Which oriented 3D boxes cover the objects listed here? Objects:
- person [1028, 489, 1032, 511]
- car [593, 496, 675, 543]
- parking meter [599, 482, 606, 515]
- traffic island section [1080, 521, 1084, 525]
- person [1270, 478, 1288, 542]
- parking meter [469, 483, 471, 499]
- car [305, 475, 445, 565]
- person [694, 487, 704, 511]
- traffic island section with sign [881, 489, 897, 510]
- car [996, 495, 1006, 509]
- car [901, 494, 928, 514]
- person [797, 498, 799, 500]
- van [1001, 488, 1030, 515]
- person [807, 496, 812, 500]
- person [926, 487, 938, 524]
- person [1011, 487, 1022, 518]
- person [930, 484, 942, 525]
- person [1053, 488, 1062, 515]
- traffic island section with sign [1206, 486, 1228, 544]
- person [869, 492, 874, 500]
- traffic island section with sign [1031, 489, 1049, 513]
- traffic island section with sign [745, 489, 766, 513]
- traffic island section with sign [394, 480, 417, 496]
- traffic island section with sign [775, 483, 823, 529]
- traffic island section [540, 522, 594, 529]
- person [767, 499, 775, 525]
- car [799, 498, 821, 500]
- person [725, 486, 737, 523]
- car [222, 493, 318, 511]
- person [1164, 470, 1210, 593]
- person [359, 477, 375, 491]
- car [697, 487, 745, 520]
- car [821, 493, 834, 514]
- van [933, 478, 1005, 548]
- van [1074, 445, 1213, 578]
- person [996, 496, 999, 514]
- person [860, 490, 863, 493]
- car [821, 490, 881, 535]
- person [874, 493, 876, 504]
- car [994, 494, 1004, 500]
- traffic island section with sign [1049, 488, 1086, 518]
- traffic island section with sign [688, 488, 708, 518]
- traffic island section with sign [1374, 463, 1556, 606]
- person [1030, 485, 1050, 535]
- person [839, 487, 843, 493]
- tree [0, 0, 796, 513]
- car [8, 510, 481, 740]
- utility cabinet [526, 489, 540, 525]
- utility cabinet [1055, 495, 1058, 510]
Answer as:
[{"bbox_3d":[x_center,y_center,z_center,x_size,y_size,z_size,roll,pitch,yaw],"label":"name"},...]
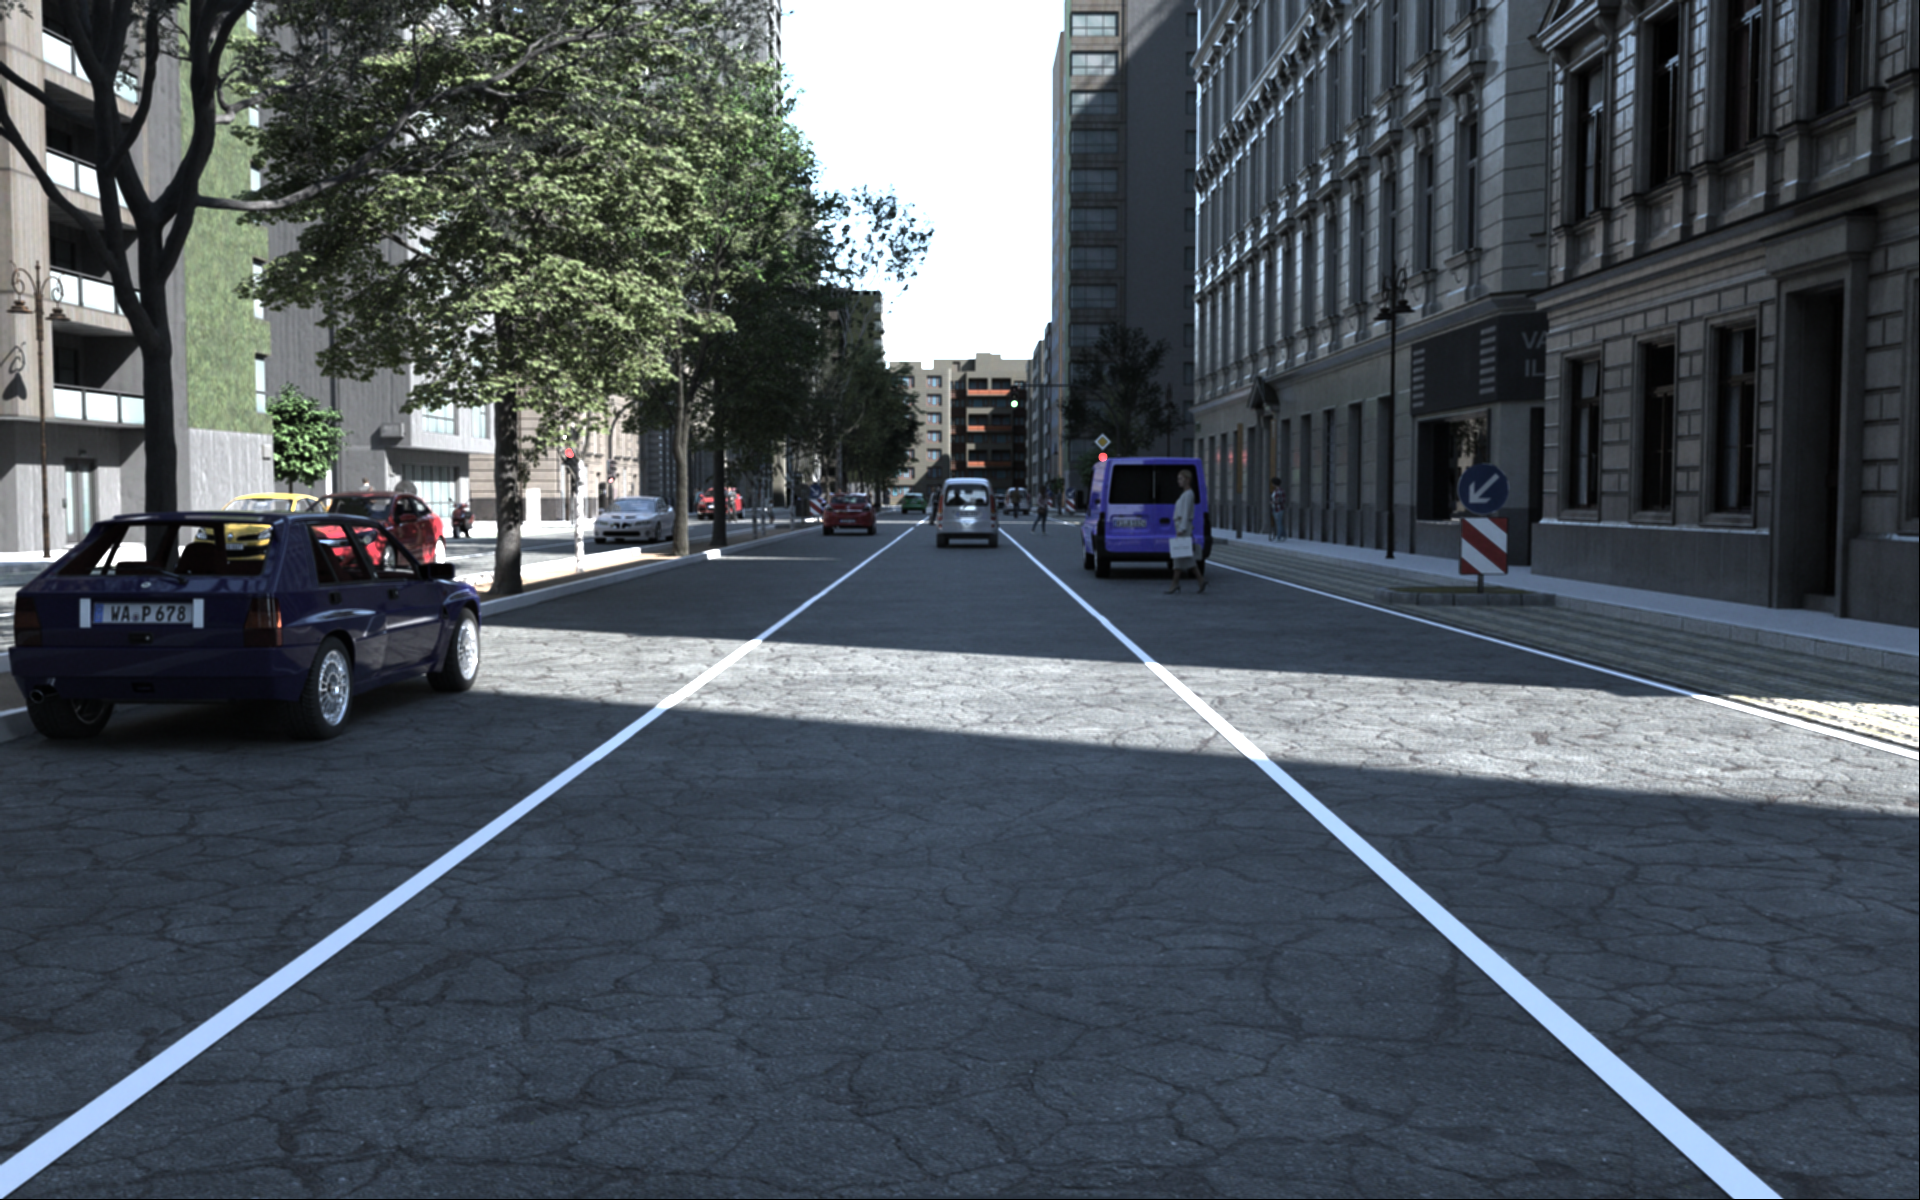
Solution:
[{"bbox_3d":[5.844,-8.339,144.845,0.388,1.821,0.555,-1,4,-12],"label":"person"},{"bbox_3d":[-9.684,-2.416,51.869,2.083,1.381,4.827,0,4,0],"label":"car"},{"bbox_3d":[-17.590,-4.861,85.196,0.255,1.863,0.399,1,4,10],"label":"parking meter"},{"bbox_3d":[6.595,-3.534,80.069,2.009,0.180,2.903,0,3,0],"label":"traffic island section"},{"bbox_3d":[8.542,-2.413,46.334,0.643,1.720,0.563,-1,4,-11],"label":"person"},{"bbox_3d":[-22.649,-4.509,79.441,0.399,1.863,0.255,-1,4,-21],"label":"parking meter"},{"bbox_3d":[-10.084,-1.234,29.220,2.155,1.783,4.494,0,4,0],"label":"car"},{"bbox_3d":[-15.041,-5.614,100.301,0.620,1.820,0.660,3,4,38],"label":"person"},{"bbox_3d":[-6.619,-8.975,154.870,2.006,1.907,1.989,0,3,0],"label":"traffic island section with sign"},{"bbox_3d":[3.669,-8.017,143.655,1.945,1.354,3.894,0,4,-1],"label":"car"},{"bbox_3d":[-3.357,-7.320,128.484,1.959,1.807,4.718,0,4,1],"label":"car"},{"bbox_3d":[-14.116,-8.837,153.476,0.782,1.767,0.515,2,4,28],"label":"person"},{"bbox_3d":[3.910,-6.949,120.632,2.013,2.044,4.112,0,4,-2],"label":"van"},{"bbox_3d":[-12.543,-8.306,144.417,0.853,1.813,0.709,0,4,2],"label":"person"},{"bbox_3d":[-1.249,-4.513,82.636,0.694,1.780,0.624,-3,4,-36],"label":"person"},{"bbox_3d":[3.372,-5.794,103.146,0.656,1.842,0.836,0,4,4],"label":"person"},{"bbox_3d":[-1.045,-4.432,80.332,0.648,1.900,0.474,2,4,27],"label":"person"},{"bbox_3d":[6.519,-6.495,114.865,0.590,1.801,0.661,-1,4,-16],"label":"person"},{"bbox_3d":[6.595,-2.525,49.912,1.989,1.847,2.006,0,3,0],"label":"traffic island section with sign"},{"bbox_3d":[-11.214,-12.696,216.895,0.721,1.723,1.217,3,4,36],"label":"person"},{"bbox_3d":[6.611,-7.599,132.878,1.989,1.847,2.006,0,3,0],"label":"traffic island section with sign"},{"bbox_3d":[-15.804,-7.535,131.821,1.989,1.847,2.006,0,3,0],"label":"traffic island section with sign"},{"bbox_3d":[-15.839,-2.475,49.097,1.989,1.847,2.006,0,3,0],"label":"traffic island section with sign"},{"bbox_3d":[-6.632,-3.926,72.325,2.006,1.907,1.989,0,3,0],"label":"traffic island section with sign"},{"bbox_3d":[-16.148,-3.047,72.092,2.009,0.180,2.903,0,3,0],"label":"traffic island section"},{"bbox_3d":[-8.237,-3.758,74.964,0.382,1.210,0.505,-3,5,-43],"label":"person"},{"bbox_3d":[-12.717,-8.418,147.225,1.945,1.707,3.694,0,4,1],"label":"car"},{"bbox_3d":[-11.514,-4.821,87.129,0.655,1.846,0.447,0,4,8],"label":"person"},{"bbox_3d":[-13.596,-1.456,34.036,2.015,1.641,3.980,0,4,-1],"label":"car"},{"bbox_3d":[3.272,-0.983,24.922,0.624,1.780,0.694,1,4,18],"label":"person"},{"bbox_3d":[-19.558,-3.131,57.201,0.622,1.834,0.822,-2,4,-29],"label":"person"},{"bbox_3d":[-13.361,-5.408,97.092,2.281,1.827,5.304,0,4,2],"label":"car"},{"bbox_3d":[-9.313,-7.232,127.838,1.945,1.707,3.694,0,4,-1],"label":"car"},{"bbox_3d":[0.227,-2.492,47.749,2.013,2.044,4.112,0,4,2],"label":"van"},{"bbox_3d":[3.271,-1.646,31.293,2.240,2.365,5.245,0,4,1],"label":"van"},{"bbox_3d":[2.702,-6.934,126.122,0.306,1.304,0.590,2,4,25],"label":"person"},{"bbox_3d":[-6.648,-6.497,115.558,0.643,1.720,0.563,3,5,39],"label":"person"},{"bbox_3d":[-3.906,-3.219,61.676,2.155,1.783,4.494,0,4,-1],"label":"car"},{"bbox_3d":[-6.955,-8.337,145.385,0.480,1.755,0.524,3,5,39],"label":"person"},{"bbox_3d":[3.874,-10.157,175.850,2.009,1.686,4.222,0,4,1],"label":"car"},{"bbox_3d":[6.605,-5.906,105.189,1.989,1.847,2.006,0,3,0],"label":"traffic island section with sign"},{"bbox_3d":[-15.811,-5.875,104.681,1.989,1.847,2.006,0,3,0],"label":"traffic island section with sign"},{"bbox_3d":[6.595,-0.876,22.957,1.989,1.847,2.006,0,3,0],"label":"traffic island section with sign"},{"bbox_3d":[2.819,-3.165,60.838,0.643,1.750,0.593,2,4,26],"label":"person"},{"bbox_3d":[-6.550,-5.239,94.356,0.606,1.804,0.583,2,4,35],"label":"person"},{"bbox_3d":[-6.382,-6.153,13.436,12.009,13.543,11.850,0,3,0],"label":"tree"},{"bbox_3d":[-4.469,0.069,11.460,1.945,1.354,3.894,0,4,2],"label":"car"},{"bbox_3d":[-17.620,-3.838,71.435,0.318,1.500,1.173,0,4,0],"label":"utility cabinet"},{"bbox_3d":[8.100,-8.125,143.999,0.306,1.237,1.020,0,4,2],"label":"utility cabinet"}]
